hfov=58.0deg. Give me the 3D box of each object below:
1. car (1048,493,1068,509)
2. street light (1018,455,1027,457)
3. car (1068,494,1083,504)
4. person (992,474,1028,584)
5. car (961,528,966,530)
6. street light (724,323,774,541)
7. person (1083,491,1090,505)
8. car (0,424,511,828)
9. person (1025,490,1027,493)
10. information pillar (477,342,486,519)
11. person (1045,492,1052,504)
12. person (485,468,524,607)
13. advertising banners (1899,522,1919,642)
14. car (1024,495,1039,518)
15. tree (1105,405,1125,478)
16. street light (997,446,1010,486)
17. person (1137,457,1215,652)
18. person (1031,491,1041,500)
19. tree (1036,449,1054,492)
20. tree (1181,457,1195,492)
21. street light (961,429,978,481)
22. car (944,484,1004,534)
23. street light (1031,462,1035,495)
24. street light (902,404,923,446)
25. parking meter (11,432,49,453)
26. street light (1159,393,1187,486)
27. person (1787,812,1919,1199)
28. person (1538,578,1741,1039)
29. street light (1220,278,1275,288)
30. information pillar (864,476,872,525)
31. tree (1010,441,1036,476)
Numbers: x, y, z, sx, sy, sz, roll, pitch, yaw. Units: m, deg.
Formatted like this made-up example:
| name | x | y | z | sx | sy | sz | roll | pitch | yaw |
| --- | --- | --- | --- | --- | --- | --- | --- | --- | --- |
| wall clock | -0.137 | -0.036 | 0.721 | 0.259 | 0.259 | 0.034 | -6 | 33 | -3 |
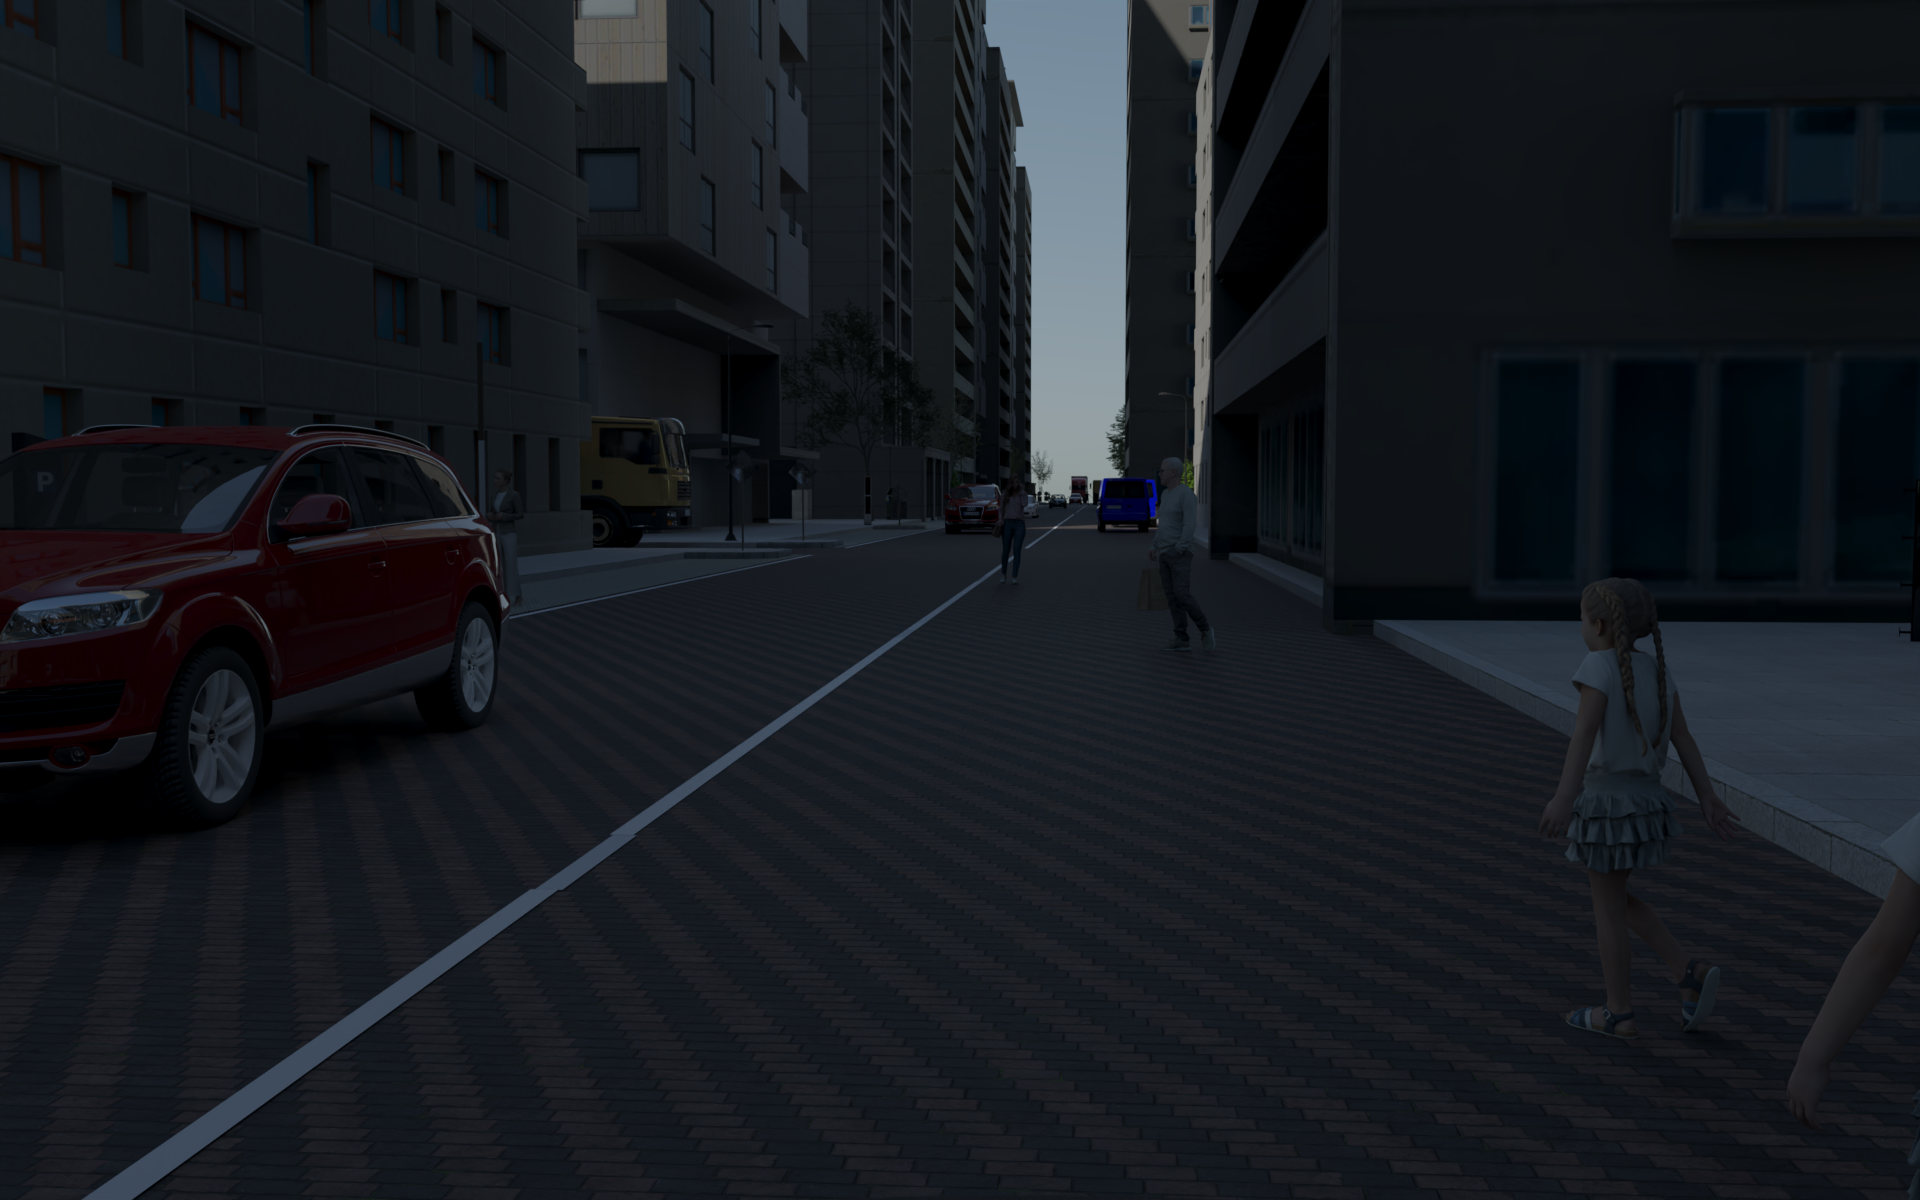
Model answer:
| name | x | y | z | sx | sy | sz | roll | pitch | yaw |
| --- | --- | --- | --- | --- | --- | --- | --- | --- | --- |
| car | 9.742 | -9.932 | 172.182 | 2.009 | 1.686 | 4.222 | 0 | 4 | 5 |
| street light | 7.316 | -14.318 | 206.637 | 1.470 | 5.913 | 1.316 | 0 | 4 | 5 |
| car | 15.982 | -14.098 | 239.536 | 2.155 | 1.783 | 4.494 | 0 | 4 | 5 |
| person | 0.816 | -1.143 | 27.779 | 0.593 | 1.750 | 0.643 | 0 | 4 | 8 |
| car | 0.958 | -3.725 | 71.131 | 2.015 | 1.641 | 3.980 | 0 | 4 | 3 |
| street light | -5.753 | -4.573 | 47.307 | 1.470 | 5.913 | 1.316 | 0 | 4 | 5 |
| person | 16.474 | -13.154 | 223.581 | 1.348 | 1.822 | 0.705 | 3 | 4 | 36 |
| car | -4.055 | -0.031 | 9.176 | 2.281 | 1.827 | 5.304 | 0 | 4 | 4 |
| person | 6.710 | -10.268 | 176.343 | 1.348 | 1.831 | 0.705 | -3 | 4 | -38 |
| information pillar | -7.444 | -2.178 | 26.960 | 0.183 | 3.616 | 0.504 | -1 | 4 | -14 |
| person | 13.056 | -14.915 | 253.176 | 1.217 | 1.723 | 0.721 | 1 | 4 | 23 |
| person | -5.822 | -0.794 | 22.024 | 0.519 | 1.759 | 0.362 | 2 | 4 | 25 |
| advertising banners | 9.123 | -1.124 | 14.564 | 2.074 | 3.025 | 0.090 | 2 | 4 | 26 |
| car | 3.757 | -5.606 | 104.015 | 2.083 | 1.381 | 4.827 | 0 | 4 | 5 |
| tree | 20.586 | -17.516 | 204.506 | 7.486 | 12.596 | 7.792 | 0 | 3 | 0 |
| street light | 4.089 | -11.822 | 165.829 | 1.470 | 5.913 | 1.316 | 0 | 4 | 5 |
| person | 1.980 | -0.424 | 15.924 | 0.515 | 1.767 | 0.782 | -1 | 4 | -22 |
| person | 8.512 | -11.484 | 196.405 | 1.348 | 1.807 | 0.705 | -2 | 4 | -23 |
| tree | 13.188 | -20.252 | 281.476 | 4.737 | 8.622 | 4.395 | 0 | 3 | 0 |
| tree | 13.029 | -6.388 | 99.044 | 1.663 | 3.219 | 1.824 | 0 | 3 | 0 |
| street light | 0.624 | -9.275 | 124.193 | 1.470 | 5.913 | 1.316 | 0 | 4 | 5 |
| car | 0.619 | -3.380 | 63.939 | 2.281 | 1.827 | 5.304 | 0 | 4 | 5 |
| street light | 10.765 | -16.865 | 248.275 | 1.470 | 5.913 | 1.316 | 0 | 4 | 5 |
| street light | -2.406 | -7.138 | 89.252 | 1.470 | 5.913 | 1.316 | 0 | 4 | 5 |
| parking meter | -8.820 | -0.667 | 16.615 | 0.255 | 1.863 | 0.399 | 2 | 4 | 32 |
| street light | 9.809 | -6.536 | 79.408 | 1.470 | 5.913 | 1.316 | 0 | 4 | 5 |
| person | 1.362 | 0.689 | 2.256 | 0.505 | 1.210 | 0.382 | 1 | 4 | 22 |
| person | 1.744 | 0.550 | 4.515 | 0.505 | 1.210 | 0.382 | -3 | 4 | -36 |
| street light | 6.291 | -3.963 | 37.334 | 1.470 | 5.913 | 1.316 | 0 | 4 | 5 |
| information pillar | -3.804 | -4.086 | 71.305 | 0.304 | 2.012 | 0.304 | -1 | 4 | -9 |
| tree | 5.285 | -15.224 | 199.272 | 4.737 | 8.622 | 4.395 | 0 | 3 | 0 |
